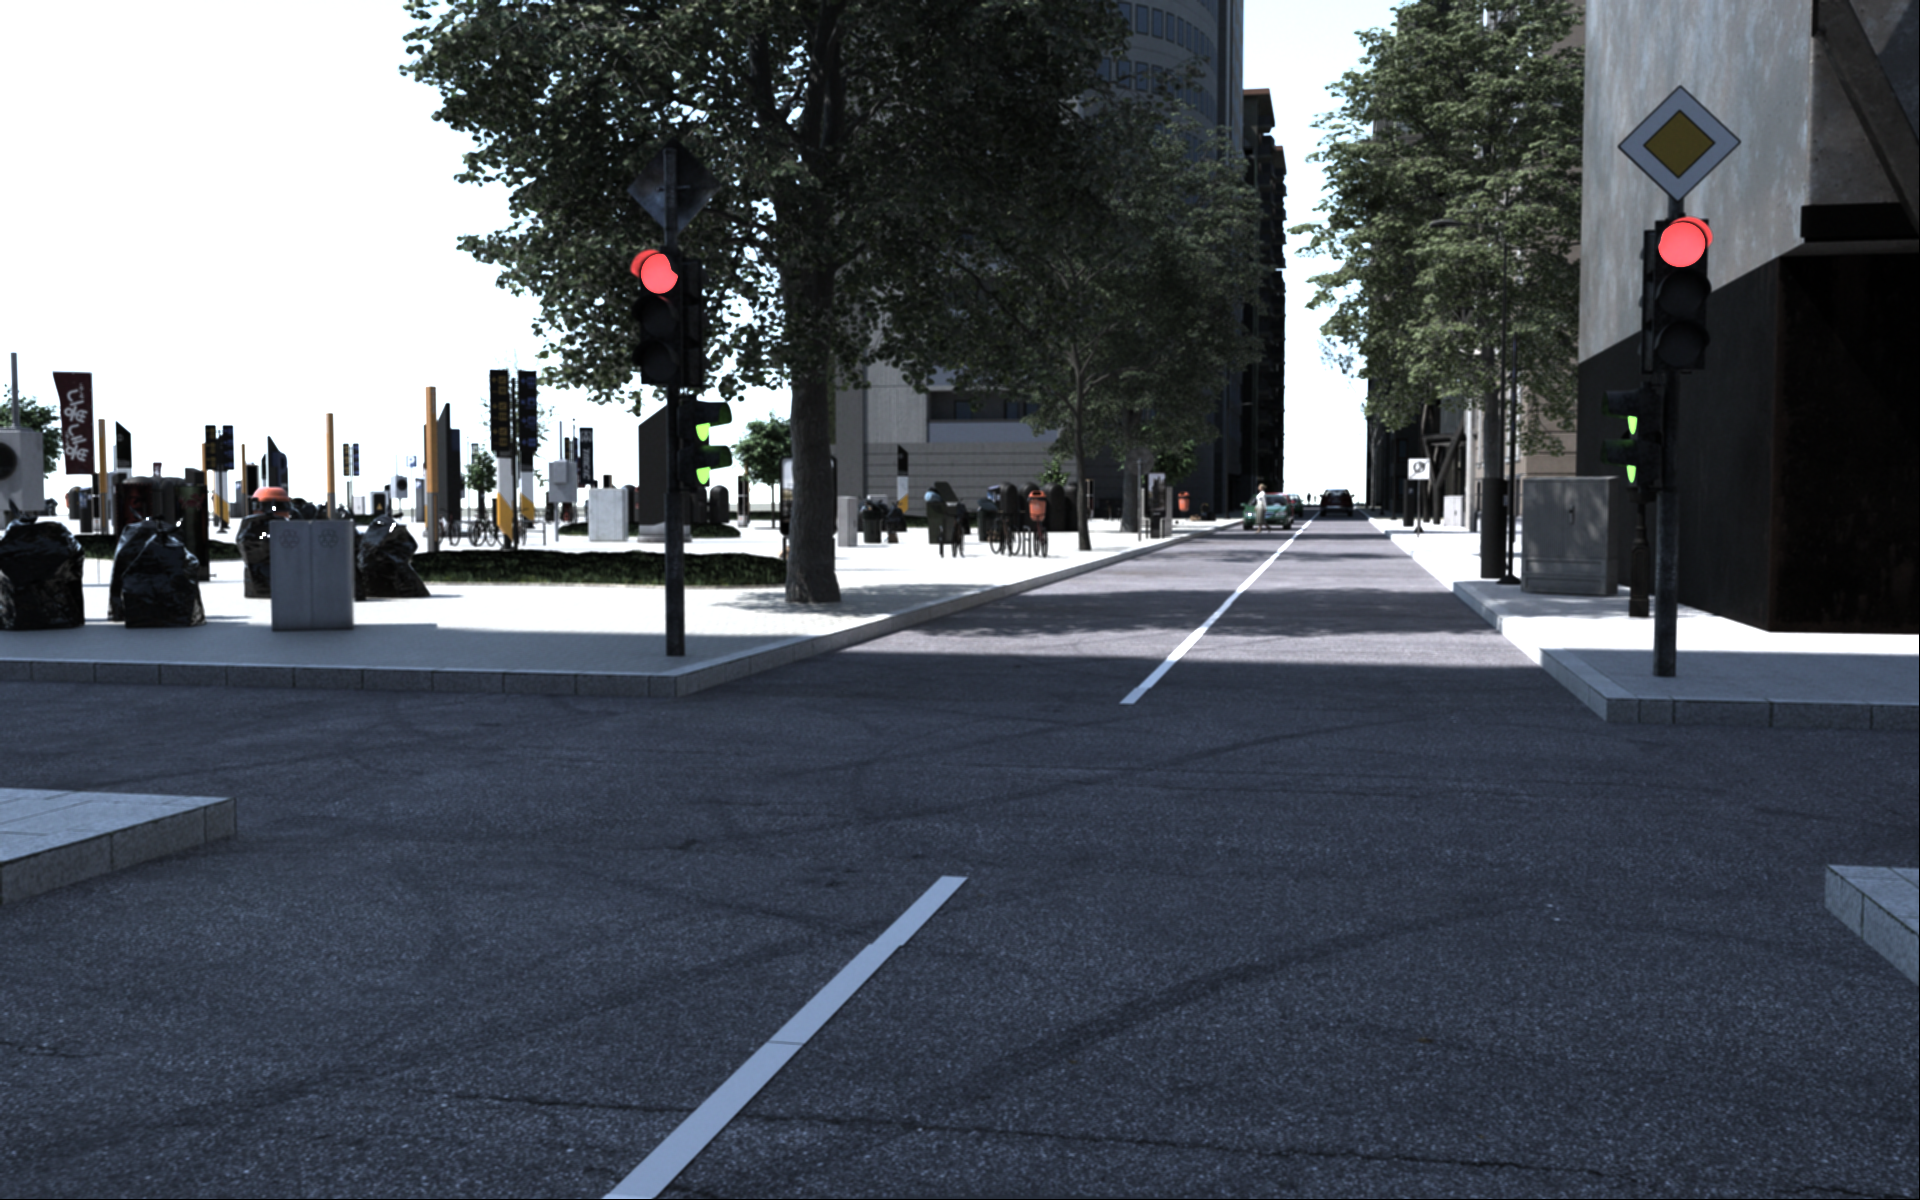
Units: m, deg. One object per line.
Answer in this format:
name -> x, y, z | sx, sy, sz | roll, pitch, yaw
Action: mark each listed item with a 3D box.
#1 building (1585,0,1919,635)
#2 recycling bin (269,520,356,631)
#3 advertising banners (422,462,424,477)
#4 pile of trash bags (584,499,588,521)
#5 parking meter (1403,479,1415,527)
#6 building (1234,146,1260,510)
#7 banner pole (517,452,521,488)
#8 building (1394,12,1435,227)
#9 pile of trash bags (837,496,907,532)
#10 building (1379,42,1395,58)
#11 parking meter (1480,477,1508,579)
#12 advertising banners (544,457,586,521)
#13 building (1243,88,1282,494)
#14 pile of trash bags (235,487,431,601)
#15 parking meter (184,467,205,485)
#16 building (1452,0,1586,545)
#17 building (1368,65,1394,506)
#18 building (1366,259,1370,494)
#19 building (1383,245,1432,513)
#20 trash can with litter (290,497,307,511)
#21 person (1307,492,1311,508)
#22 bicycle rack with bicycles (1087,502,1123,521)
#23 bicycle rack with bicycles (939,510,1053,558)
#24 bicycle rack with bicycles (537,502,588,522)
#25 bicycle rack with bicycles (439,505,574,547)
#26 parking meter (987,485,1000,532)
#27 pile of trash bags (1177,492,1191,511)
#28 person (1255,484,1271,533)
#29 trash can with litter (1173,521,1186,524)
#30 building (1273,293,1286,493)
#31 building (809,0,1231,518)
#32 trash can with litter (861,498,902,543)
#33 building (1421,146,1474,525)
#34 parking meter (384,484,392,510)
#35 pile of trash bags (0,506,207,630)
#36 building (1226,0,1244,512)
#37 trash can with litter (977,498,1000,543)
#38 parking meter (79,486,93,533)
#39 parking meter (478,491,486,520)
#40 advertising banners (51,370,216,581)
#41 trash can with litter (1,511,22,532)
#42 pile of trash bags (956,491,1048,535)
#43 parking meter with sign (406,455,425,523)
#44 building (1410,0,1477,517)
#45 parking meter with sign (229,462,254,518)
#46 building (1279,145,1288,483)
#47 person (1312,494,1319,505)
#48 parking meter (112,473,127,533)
building -> 16.755, -9.253, 18.745 | 16.811, 18.784, 16.820 | 1, 4, 12
recycling bin -> -6.186, -0.246, 16.576 | 0.722, 1.027, 0.722 | -1, 4, -17
advertising banners -> -29.283, -6.063, 95.310 | 0.090, 3.025, 2.074 | -2, 4, -32
pile of trash bags -> -17.312, -4.557, 84.259 | 1.912, 1.369, 3.447 | -1, 4, -10
parking meter -> 17.598, -3.802, 67.870 | 0.399, 1.863, 0.255 | -1, 4, -20
building -> 19.007, -23.336, 153.242 | 14.160, 30.474, 14.107 | 1, 4, 12
banner pole -> -23.027, -6.199, 91.365 | 0.401, 3.779, 0.863 | 3, 5, 41
building -> 44.400, -28.479, 149.232 | 14.154, 41.232, 14.086 | 1, 4, 12
pile of trash bags -> -3.616, -2.998, 58.768 | 3.447, 1.369, 1.912 | -1, 4, -23
building -> 64.516, -41.722, 224.158 | 21.231, 58.520, 28.212 | 1, 4, 12
parking meter -> 8.104, -1.093, 26.277 | 0.372, 1.533, 0.369 | 0, 3, 0
advertising banners -> -18.559, -5.226, 81.635 | 2.074, 3.025, 0.090 | -1, 4, -10
building -> 22.296, -32.499, 185.978 | 22.147, 44.769, 28.867 | 1, 4, 12
pile of trash bags -> -8.247, -0.752, 22.042 | 1.912, 1.369, 3.447 | -3, 5, -43
parking meter -> -16.650, -1.958, 37.732 | 0.399, 1.863, 0.255 | 2, 4, 28
building -> 22.180, -16.188, 50.584 | 13.634, 28.700, 20.117 | 1, 4, 12
building -> 55.151, -34.391, 185.988 | 21.300, 48.544, 21.600 | 1, 4, 12
building -> 55.480, -26.524, 205.361 | 14.160, 30.474, 14.107 | 1, 4, 12
building -> 45.823, -17.280, 127.572 | 27.650, 21.520, 28.899 | 1, 4, 12
trash can with litter -> -22.985, -2.996, 60.376 | 0.624, 1.170, 1.055 | 0, 4, -3
person -> 37.176, -10.708, 184.499 | 0.541, 1.710, 0.530 | 0, 4, -6
bicycle rack with bicycles -> 6.824, -4.242, 82.745 | 2.852, 0.926, 2.925 | 0, 4, 3
bicycle rack with bicycles -> 0.628, -1.378, 35.916 | 2.852, 0.926, 2.925 | 0, 4, 0
bicycle rack with bicycles -> -17.259, -3.736, 74.460 | 2.852, 0.926, 2.925 | -3, 4, -37
bicycle rack with bicycles -> -11.590, -1.818, 43.110 | 2.852, 0.926, 2.925 | -2, 4, -34
parking meter -> 0.970, -2.517, 49.559 | 0.372, 1.533, 0.369 | 0, 3, 0
pile of trash bags -> 9.849, -4.612, 85.156 | 3.447, 1.369, 1.912 | 3, 5, 41
person -> 11.098, -3.345, 63.411 | 0.641, 1.798, 0.478 | 0, 4, 5
trash can with litter -> 8.692, -3.855, 74.091 | 2.233, 1.210, 1.678 | -1, 4, -14
building -> 36.828, -28.365, 235.462 | 14.160, 30.474, 14.107 | 1, 4, 12
building -> 4.651, -34.324, 103.194 | 21.231, 58.520, 28.212 | 1, 4, 12
trash can with litter -> -2.053, -2.072, 45.265 | 1.055, 1.170, 0.624 | -1, 4, -9
building -> 28.489, -12.662, 74.474 | 16.820, 18.784, 16.811 | 1, 4, 12
parking meter -> -31.951, -5.566, 96.711 | 0.399, 1.863, 0.255 | -3, 4, -36
pile of trash bags -> -9.218, -0.443, 16.998 | 3.447, 1.369, 1.912 | -1, 4, -16
building -> 12.899, -29.006, 124.359 | 14.600, 45.320, 14.200 | 1, 4, 12
trash can with litter -> 0.869, -2.131, 46.223 | 0.624, 1.170, 1.055 | -2, 4, -25
parking meter -> -28.795, -2.975, 57.051 | 0.372, 1.533, 0.369 | 0, 3, 0
parking meter -> -24.047, -4.810, 87.058 | 0.372, 1.533, 0.369 | 0, 3, 0
advertising banners -> -11.915, -1.764, 25.033 | 2.074, 3.025, 0.090 | -2, 4, -27
trash can with litter -> -30.942, -2.734, 56.082 | 1.055, 1.170, 0.624 | -2, 4, -28
pile of trash bags -> 1.091, -2.765, 54.963 | 3.447, 1.369, 1.912 | 1, 4, 14
parking meter with sign -> -24.312, -5.031, 78.519 | 0.543, 3.016, 1.738 | 1, 4, 21
building -> 37.369, -27.135, 98.275 | 22.147, 44.769, 28.867 | 1, 4, 12
parking meter with sign -> -38.414, -5.890, 92.570 | 0.543, 3.016, 1.738 | 1, 4, 9
building -> 29.020, -34.260, 214.771 | 22.147, 44.769, 28.867 | 1, 4, 12
person -> 45.991, -12.990, 224.149 | 0.557, 1.426, 1.065 | -3, 4, -36
parking meter -> -23.147, -2.570, 47.734 | 0.399, 1.863, 0.255 | 3, 4, 36
